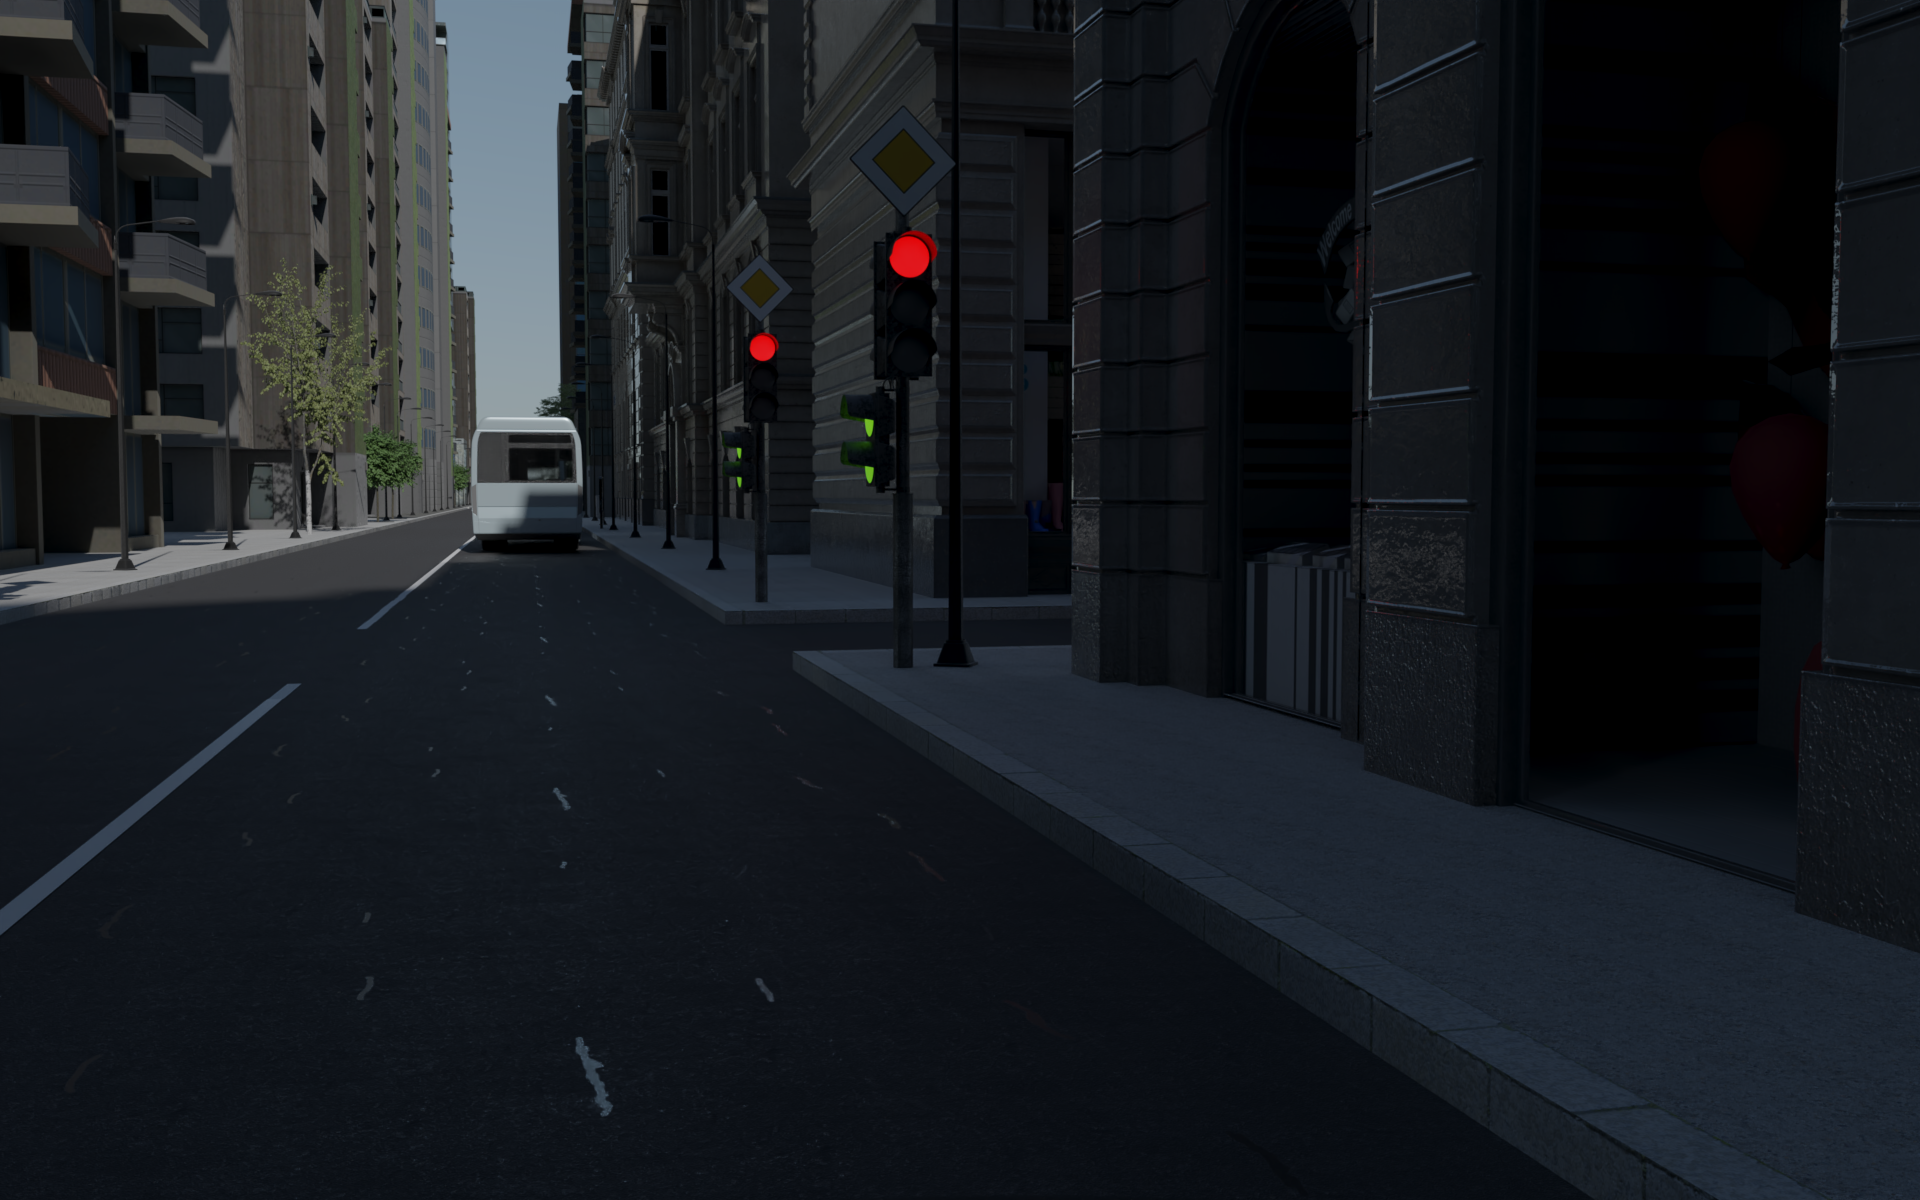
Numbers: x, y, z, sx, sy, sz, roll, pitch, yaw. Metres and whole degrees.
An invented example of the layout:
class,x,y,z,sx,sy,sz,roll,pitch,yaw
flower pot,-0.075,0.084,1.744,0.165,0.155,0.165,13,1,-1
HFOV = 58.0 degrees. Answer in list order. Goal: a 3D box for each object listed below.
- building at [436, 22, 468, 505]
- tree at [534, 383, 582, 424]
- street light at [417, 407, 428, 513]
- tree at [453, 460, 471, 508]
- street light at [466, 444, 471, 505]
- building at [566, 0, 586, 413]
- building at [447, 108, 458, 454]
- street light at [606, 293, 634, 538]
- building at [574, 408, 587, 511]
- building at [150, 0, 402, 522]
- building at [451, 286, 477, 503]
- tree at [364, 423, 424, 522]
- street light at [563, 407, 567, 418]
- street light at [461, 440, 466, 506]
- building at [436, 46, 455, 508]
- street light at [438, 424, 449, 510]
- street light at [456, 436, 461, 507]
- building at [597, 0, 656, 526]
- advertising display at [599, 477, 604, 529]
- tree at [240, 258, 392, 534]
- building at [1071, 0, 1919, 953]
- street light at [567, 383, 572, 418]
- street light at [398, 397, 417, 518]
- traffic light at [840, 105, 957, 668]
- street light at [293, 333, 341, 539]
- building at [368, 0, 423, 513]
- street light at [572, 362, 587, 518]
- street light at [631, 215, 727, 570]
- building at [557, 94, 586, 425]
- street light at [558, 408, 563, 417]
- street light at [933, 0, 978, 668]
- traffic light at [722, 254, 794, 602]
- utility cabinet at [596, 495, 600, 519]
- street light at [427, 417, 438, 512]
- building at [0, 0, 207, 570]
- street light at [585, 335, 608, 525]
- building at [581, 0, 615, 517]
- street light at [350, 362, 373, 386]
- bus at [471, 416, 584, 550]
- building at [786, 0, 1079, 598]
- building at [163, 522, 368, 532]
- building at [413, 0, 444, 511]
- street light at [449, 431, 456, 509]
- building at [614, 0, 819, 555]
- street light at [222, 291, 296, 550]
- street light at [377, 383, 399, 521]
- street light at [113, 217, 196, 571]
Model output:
class,x,y,z,sx,sy,sz,roll,pitch,yaw
building,-72.157,-54.948,211.067,22.319,86.520,31.000,-1,4,-14
tree,-40.164,-15.788,176.261,7.486,12.596,7.792,0,3,0
street light,-29.549,-7.360,92.883,1.470,5.913,1.316,-1,4,-14
tree,-48.319,-11.140,165.856,4.285,4.588,4.351,0,3,0
street light,-45.708,-11.353,158.154,1.470,5.913,1.316,-1,4,-14
building,-23.734,-30.647,155.706,22.147,44.769,28.867,-1,4,-14
building,-65.040,-32.300,182.732,22.147,44.769,28.867,-1,4,-14
street light,-7.362,-4.146,40.326,1.470,5.913,1.316,-1,4,-14
building,-16.586,-49.709,125.417,22.319,86.520,31.000,-1,4,-14
building,-39.118,-19.843,96.131,14.160,30.474,14.107,-1,4,-14
building,-73.329,-28.388,235.844,14.160,30.474,14.107,-1,4,-14
tree,-26.626,-5.817,78.829,4.285,4.588,4.351,0,3,0
street light,-17.968,-6.721,82.437,1.470,5.913,1.316,-1,4,-14
street light,-43.161,-10.710,147.656,1.470,5.913,1.316,-1,4,-14
building,-52.307,-28.648,151.995,14.154,41.232,14.086,-1,4,-14
street light,-34.911,-8.708,114.912,1.470,5.913,1.316,-1,4,-14
street light,-40.400,-10.041,136.709,1.470,5.913,1.316,-1,4,-14
building,-10.311,-17.432,82.276,12.463,27.353,25.104,-1,4,-14
advertising display,-13.370,-3.630,64.569,0.123,1.923,0.974,-1,4,-9
tree,-20.507,-6.400,54.996,4.737,8.622,4.395,0,3,0
building,9.277,-9.795,1.946,13.314,21.916,24.055,-1,4,-14
street light,-15.408,-6.080,71.942,1.470,5.913,1.316,-1,4,-14
street light,-26.959,-6.753,82.955,1.470,5.913,1.316,-1,4,-14
traffic light,-0.440,-1.455,12.704,0.839,4.253,0.868,-1,4,-14
street light,-18.711,-4.742,50.076,1.470,5.913,1.316,-1,4,-14
building,-42.485,-26.137,110.928,14.154,41.232,14.086,-1,4,-14
street light,-12.857,-5.431,61.343,1.470,5.913,1.316,-1,4,-14
street light,-4.669,-3.459,29.102,1.470,5.913,1.316,-1,4,-14
building,-38.175,-33.393,196.086,14.600,45.320,14.200,-1,4,-14
street light,-20.681,-7.372,93.074,1.470,5.913,1.316,-1,4,-14
street light,-0.558,-2.454,12.663,1.470,5.913,1.316,-1,4,-14
traffic light,-2.376,-1.929,20.452,0.839,4.253,0.868,-1,4,-14
utility cabinet,-18.855,-4.841,90.318,0.306,1.237,1.020,-1,4,-15
street light,-32.356,-8.041,104.016,1.470,5.913,1.316,-1,4,-14
building,-26.614,-22.974,30.245,22.147,44.769,28.867,-1,4,-14
street light,-10.098,-4.785,50.777,1.470,5.913,1.316,-1,4,-14
building,-15.510,-20.336,104.190,14.160,30.474,14.107,-1,4,-14
street light,-21.481,-5.413,61.040,1.470,5.913,1.316,-1,4,-14
bus,-11.782,-3.228,47.634,2.948,3.499,13.247,-1,4,-13
building,7.483,-12.146,27.460,19.941,23.489,11.050,-1,4,-14
building,-29.889,-17.821,63.071,14.160,30.474,14.107,-1,4,-14
building,-50.836,-35.968,130.077,21.231,58.520,28.212,-1,4,-14
street light,-37.776,-9.400,126.231,1.470,5.913,1.316,-1,4,-14
building,-3.150,-14.329,53.368,14.460,24.649,34.723,-1,4,-14
street light,-16.164,-4.100,39.578,1.470,5.913,1.316,-1,4,-14
street light,-24.410,-6.104,72.342,1.470,5.913,1.316,-1,4,-14
street light,-13.526,-3.459,29.103,1.470,5.913,1.316,-1,4,-14
